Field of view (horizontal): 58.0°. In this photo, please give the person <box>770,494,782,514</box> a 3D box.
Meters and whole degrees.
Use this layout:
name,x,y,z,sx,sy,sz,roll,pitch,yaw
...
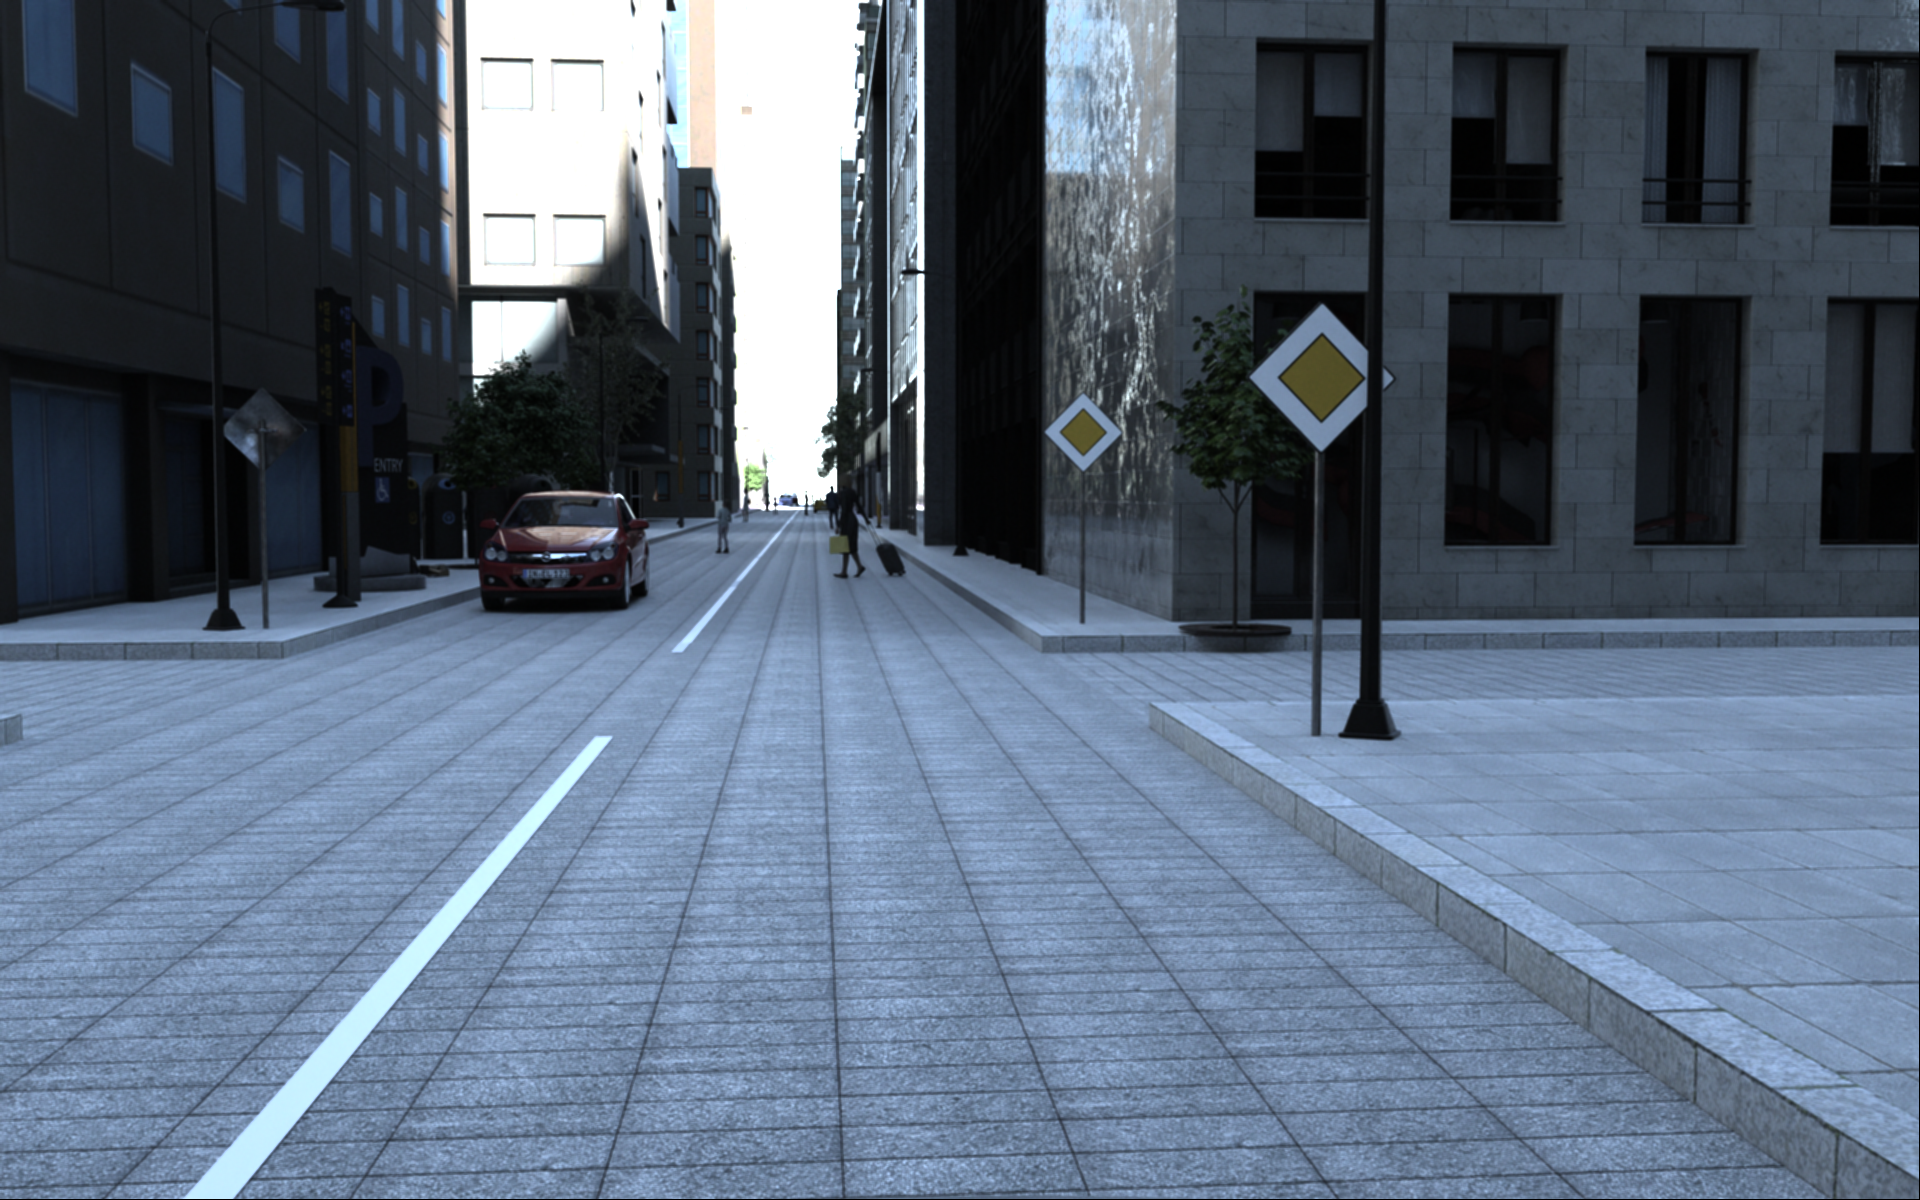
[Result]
name,x,y,z,sx,sy,sz,roll,pitch,yaw
person,-13.137,-6.834,123.458,0.991,1.433,0.599,-2,4,-34

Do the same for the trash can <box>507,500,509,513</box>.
name,x,y,z,sx,sy,sz,roll,pitch,yaw
trash can,-11.576,-1.934,43.272,0.748,1.137,0.748,0,3,0

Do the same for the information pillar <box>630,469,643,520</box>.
name,x,y,z,sx,sy,sz,roll,pitch,yaw
information pillar,-9.380,-2.800,50.270,0.304,2.012,0.304,0,4,2

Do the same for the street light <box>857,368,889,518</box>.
name,x,y,z,sx,sy,sz,roll,pitch,yaw
street light,-2.974,-5.600,64.104,1.470,5.913,1.316,0,4,-5

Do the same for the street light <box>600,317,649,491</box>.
name,x,y,z,sx,sy,sz,roll,pitch,yaw
street light,-8.883,-4.470,45.624,1.470,5.913,1.316,0,4,-5

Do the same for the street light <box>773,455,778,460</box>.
name,x,y,z,sx,sy,sz,roll,pitch,yaw
street light,-22.483,-14.124,203.473,1.470,5.913,1.316,0,4,-5

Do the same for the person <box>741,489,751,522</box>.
name,x,y,z,sx,sy,sz,roll,pitch,yaw
person,-11.018,-4.868,89.102,0.522,1.701,0.512,-1,4,-10

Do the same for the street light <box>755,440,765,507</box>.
name,x,y,z,sx,sy,sz,roll,pitch,yaw
street light,-17.650,-10.747,148.249,1.470,5.913,1.316,0,4,-5

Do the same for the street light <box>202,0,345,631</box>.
name,x,y,z,sx,sy,sz,roll,pitch,yaw
street light,-6.436,-2.675,16.273,1.470,5.913,1.316,0,4,-5

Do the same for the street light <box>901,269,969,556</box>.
name,x,y,z,sx,sy,sz,roll,pitch,yaw
street light,-0.523,-3.874,35.886,1.470,5.913,1.316,0,4,-5

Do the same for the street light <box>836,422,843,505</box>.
name,x,y,z,sx,sy,sz,roll,pitch,yaw
street light,-7.083,-8.507,111.631,1.470,5.913,1.316,0,4,-5

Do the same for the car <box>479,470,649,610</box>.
name,x,y,z,sx,sy,sz,roll,pitch,yaw
car,-5.150,-0.844,22.846,2.155,1.783,4.494,0,4,-5

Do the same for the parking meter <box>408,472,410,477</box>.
name,x,y,z,sx,sy,sz,roll,pitch,yaw
parking meter,-12.778,-2.077,39.667,0.399,1.863,0.255,0,4,4

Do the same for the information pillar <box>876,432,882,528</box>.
name,x,y,z,sx,sy,sz,roll,pitch,yaw
information pillar,-3.086,-4.539,65.563,0.183,3.616,0.504,-1,4,-13

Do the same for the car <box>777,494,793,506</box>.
name,x,y,z,sx,sy,sz,roll,pitch,yaw
car,-20.675,-11.944,204.878,1.945,1.707,3.694,0,4,-5

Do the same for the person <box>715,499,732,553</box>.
name,x,y,z,sx,sy,sz,roll,pitch,yaw
person,-5.754,-1.787,41.996,0.394,1.301,0.425,2,4,35

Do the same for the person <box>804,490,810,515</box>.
name,x,y,z,sx,sy,sz,roll,pitch,yaw
person,-10.242,-6.554,116.360,0.721,1.736,1.217,0,4,7

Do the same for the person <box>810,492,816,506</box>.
name,x,y,z,sx,sy,sz,roll,pitch,yaw
person,-17.126,-11.775,201.837,0.721,1.723,1.217,-3,4,-37

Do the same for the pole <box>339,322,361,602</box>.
name,x,y,z,sx,sy,sz,roll,pitch,yaw
pole,-7.276,-1.637,20.610,0.158,3.312,0.155,0,3,0

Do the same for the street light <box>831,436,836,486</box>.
name,x,y,z,sx,sy,sz,roll,pitch,yaw
street light,-9.478,-10.221,139.647,1.470,5.913,1.316,0,4,-5

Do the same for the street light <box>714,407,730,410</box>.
name,x,y,z,sx,sy,sz,roll,pitch,yaw
street light,-13.015,-7.355,92.796,1.470,5.913,1.316,0,4,-5

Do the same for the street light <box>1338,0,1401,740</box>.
name,x,y,z,sx,sy,sz,roll,pitch,yaw
street light,1.635,-2.228,8.972,1.470,5.913,1.316,0,4,-5

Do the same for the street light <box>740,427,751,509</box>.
name,x,y,z,sx,sy,sz,roll,pitch,yaw
street light,-15.376,-9.056,120.607,1.470,5.913,1.316,0,4,-5

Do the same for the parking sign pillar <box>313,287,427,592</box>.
name,x,y,z,sx,sy,sz,roll,pitch,yaw
parking sign pillar,-7.948,-2.127,23.249,1.447,3.967,1.447,1,4,14

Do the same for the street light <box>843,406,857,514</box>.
name,x,y,z,sx,sy,sz,roll,pitch,yaw
street light,-5.306,-7.290,91.740,1.470,5.913,1.316,0,4,-5

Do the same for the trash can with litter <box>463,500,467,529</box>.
name,x,y,z,sx,sy,sz,roll,pitch,yaw
trash can with litter,-12.146,-2.013,44.304,1.055,1.170,0.624,-2,4,-28

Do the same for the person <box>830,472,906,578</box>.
name,x,y,z,sx,sy,sz,roll,pitch,yaw
person,-1.614,-1.295,29.892,1.509,1.804,0.699,-2,4,-32

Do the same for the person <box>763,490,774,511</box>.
name,x,y,z,sx,sy,sz,roll,pitch,yaw
person,-16.157,-8.369,145.420,1.350,1.814,0.705,3,5,42

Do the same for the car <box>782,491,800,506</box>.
name,x,y,z,sx,sy,sz,roll,pitch,yaw
car,-20.541,-12.296,209.709,2.281,1.827,5.304,0,4,-4

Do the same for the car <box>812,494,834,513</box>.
name,x,y,z,sx,sy,sz,roll,pitch,yaw
car,-10.332,-7.485,132.598,2.015,1.641,3.980,0,4,-4

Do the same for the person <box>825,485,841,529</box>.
name,x,y,z,sx,sy,sz,roll,pitch,yaw
person,-5.261,-3.867,71.911,0.721,1.800,0.419,1,4,18

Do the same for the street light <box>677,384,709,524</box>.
name,x,y,z,sx,sy,sz,roll,pitch,yaw
street light,-11.311,-6.163,73.303,1.470,5.913,1.316,0,4,-5

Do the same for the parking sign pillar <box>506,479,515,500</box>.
name,x,y,z,sx,sy,sz,roll,pitch,yaw
parking sign pillar,-15.498,-4.227,57.584,1.447,3.967,1.447,0,4,6

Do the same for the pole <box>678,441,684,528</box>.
name,x,y,z,sx,sy,sz,roll,pitch,yaw
pole,-10.641,-4.416,66.043,0.158,3.312,0.155,0,3,0

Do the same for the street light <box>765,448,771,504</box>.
name,x,y,z,sx,sy,sz,roll,pitch,yaw
street light,-20.054,-12.431,175.784,1.470,5.913,1.316,0,4,-5

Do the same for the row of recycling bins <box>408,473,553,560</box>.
name,x,y,z,sx,sy,sz,roll,pitch,yaw
row of recycling bins,-9.876,-1.674,34.476,3.534,1.692,1.069,-2,4,-34
